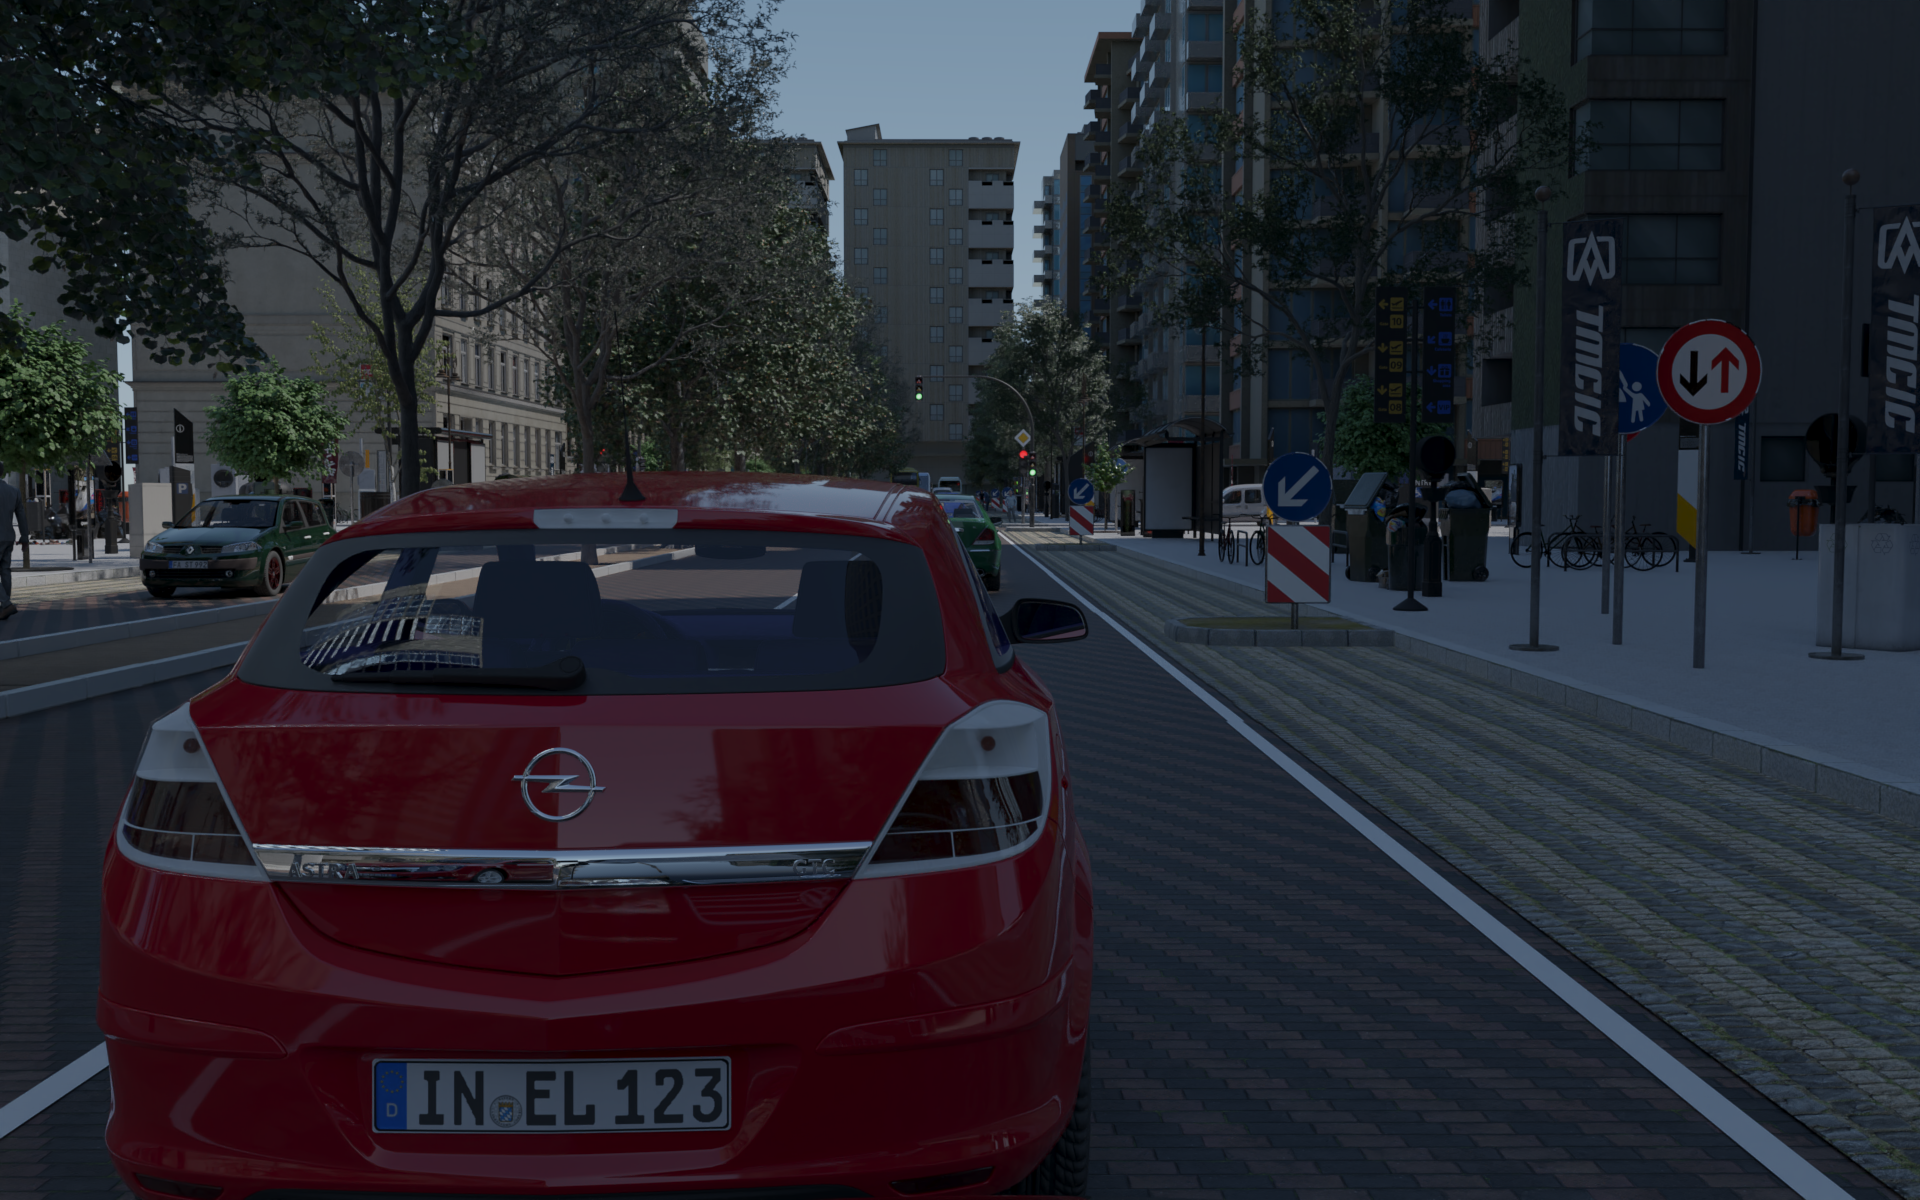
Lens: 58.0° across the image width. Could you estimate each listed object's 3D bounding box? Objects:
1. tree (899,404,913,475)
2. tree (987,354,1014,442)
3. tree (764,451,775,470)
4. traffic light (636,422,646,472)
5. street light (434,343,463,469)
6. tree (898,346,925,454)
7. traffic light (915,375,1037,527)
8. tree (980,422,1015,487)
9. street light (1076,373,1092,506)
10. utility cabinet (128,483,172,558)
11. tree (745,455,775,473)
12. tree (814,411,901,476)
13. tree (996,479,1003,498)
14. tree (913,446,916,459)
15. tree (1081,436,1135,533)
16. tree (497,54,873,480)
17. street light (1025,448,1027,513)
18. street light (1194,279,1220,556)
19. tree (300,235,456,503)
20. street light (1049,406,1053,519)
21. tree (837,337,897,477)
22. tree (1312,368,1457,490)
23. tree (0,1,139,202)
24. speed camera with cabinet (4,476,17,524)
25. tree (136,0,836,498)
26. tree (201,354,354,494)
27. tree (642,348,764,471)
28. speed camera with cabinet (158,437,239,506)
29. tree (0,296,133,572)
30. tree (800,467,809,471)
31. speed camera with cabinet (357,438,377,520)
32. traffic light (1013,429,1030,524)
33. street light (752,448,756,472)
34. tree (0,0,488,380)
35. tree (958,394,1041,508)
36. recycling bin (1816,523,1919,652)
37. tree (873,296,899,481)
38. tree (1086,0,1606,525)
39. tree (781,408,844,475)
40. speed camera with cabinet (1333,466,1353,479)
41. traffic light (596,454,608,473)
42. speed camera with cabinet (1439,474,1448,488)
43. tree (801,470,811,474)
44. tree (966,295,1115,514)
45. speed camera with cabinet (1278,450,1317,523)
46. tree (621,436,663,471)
[{"bbox_3d":[-7.694,-10.761,95.403,9.611,12.733,9.660,0,3,0],"label":"tree"},{"bbox_3d":[5.214,-9.034,82.114,8.767,10.594,7.601,1,4,11],"label":"tree"},{"bbox_3d":[-16.546,-14.158,149.618,7.486,12.596,7.792,0,3,0],"label":"tree"},{"bbox_3d":[-11.668,-6.107,74.520,4.771,5.953,1.251,0,4,0],"label":"traffic light"},{"bbox_3d":[-15.662,-4.914,53.136,0.468,5.910,1.993,0,4,0],"label":"street light"},{"bbox_3d":[-7.422,-10.159,78.929,12.009,13.543,11.850,0,3,0],"label":"tree"},{"bbox_3d":[0.654,-5.613,66.442,4.771,5.953,1.251,0,4,0],"label":"traffic light"},{"bbox_3d":[4.894,-16.242,183.677,7.486,12.596,7.792,0,3,0],"label":"tree"},{"bbox_3d":[4.725,-5.712,66.183,0.468,5.910,1.993,0,4,0],"label":"street light"},{"bbox_3d":[-16.299,-1.601,34.862,0.318,1.500,1.173,0,4,2],"label":"utility cabinet"},{"bbox_3d":[-16.709,-9.633,141.205,4.285,4.588,4.351,0,3,0],"label":"tree"},{"bbox_3d":[-7.696,-10.232,104.158,8.767,10.594,7.601,0,4,0],"label":"tree"},{"bbox_3d":[4.187,-14.998,195.583,4.737,8.622,4.395,0,3,0],"label":"tree"},{"bbox_3d":[-7.976,-12.444,122.927,9.611,12.733,9.660,0,3,0],"label":"tree"},{"bbox_3d":[4.727,-3.850,57.552,1.663,3.219,1.824,0,3,0],"label":"tree"},{"bbox_3d":[-7.399,-7.687,45.147,9.611,12.733,9.660,0,3,0],"label":"tree"},{"bbox_3d":[4.516,-8.926,118.730,0.468,5.910,1.993,0,4,0],"label":"street light"},{"bbox_3d":[5.026,-3.856,35.830,0.468,5.910,1.993,0,4,0],"label":"street light"},{"bbox_3d":[-15.914,-5.979,48.114,4.737,8.622,4.395,0,3,0],"label":"tree"},{"bbox_3d":[4.648,-7.047,88.006,0.468,5.910,1.993,0,4,0],"label":"street light"},{"bbox_3d":[-7.774,-11.309,113.109,9.928,11.665,9.643,0,3,0],"label":"tree"},{"bbox_3d":[10.407,-3.598,42.537,4.285,4.588,4.351,0,3,0],"label":"tree"},{"bbox_3d":[-7.056,-6.669,21.872,12.009,13.543,11.850,0,3,0],"label":"tree"},{"bbox_3d":[-41.588,-4.953,75.313,0.660,3.252,2.038,-3,5,-42],"label":"speed camera with cabinet"},{"bbox_3d":[-7.411,-7.425,34.232,12.009,13.543,11.850,0,3,0],"label":"tree"},{"bbox_3d":[-16.013,-3.476,40.551,4.285,4.588,4.351,0,3,0],"label":"tree"},{"bbox_3d":[-17.296,-11.885,112.449,7.486,12.596,7.792,0,3,0],"label":"tree"},{"bbox_3d":[-22.089,-3.423,50.295,2.038,3.252,0.660,-1,4,-15],"label":"speed camera with cabinet"},{"bbox_3d":[-15.760,-2.772,29.041,4.285,4.588,4.351,0,3,0],"label":"tree"},{"bbox_3d":[-16.289,-13.463,170.477,4.737,8.622,4.395,0,3,0],"label":"tree"},{"bbox_3d":[-20.879,-4.076,60.984,0.660,3.252,2.038,-1,4,-18],"label":"speed camera with cabinet"},{"bbox_3d":[2.702,-5.239,74.580,0.839,4.253,0.868,0,4,0],"label":"traffic light"},{"bbox_3d":[-16.083,-10.002,136.313,0.468,5.910,1.993,0,4,0],"label":"street light"},{"bbox_3d":[-6.993,-6.178,10.126,9.857,13.997,8.962,0,3,0],"label":"tree"},{"bbox_3d":[4.343,-14.980,161.937,9.611,12.733,9.660,0,3,0],"label":"tree"},{"bbox_3d":[7.702,-0.120,14.508,0.722,1.027,0.722,-3,4,-36],"label":"recycling bin"},{"bbox_3d":[-7.036,-8.304,55.230,9.611,12.733,9.660,0,3,0],"label":"tree"},{"bbox_3d":[6.054,-5.775,28.827,8.767,10.594,7.601,1,4,14],"label":"tree"},{"bbox_3d":[-7.679,-8.287,88.309,4.360,8.622,3.978,0,3,0],"label":"tree"},{"bbox_3d":[11.601,-3.444,50.643,0.660,3.252,2.038,3,4,39],"label":"speed camera with cabinet"},{"bbox_3d":[-13.715,-4.744,66.489,0.839,4.253,0.868,0,4,0],"label":"traffic light"},{"bbox_3d":[21.222,-4.883,74.169,2.038,3.252,0.660,0,4,6],"label":"speed camera with cabinet"},{"bbox_3d":[-16.469,-12.955,195.521,4.285,4.588,4.351,0,3,0],"label":"tree"},{"bbox_3d":[5.707,-12.455,110.302,9.857,13.997,8.962,0,3,0],"label":"tree"},{"bbox_3d":[14.995,-5.055,76.979,2.038,3.252,0.660,0,4,4],"label":"speed camera with cabinet"},{"bbox_3d":[-16.793,-6.729,93.740,4.285,4.588,4.351,0,3,0],"label":"tree"}]
